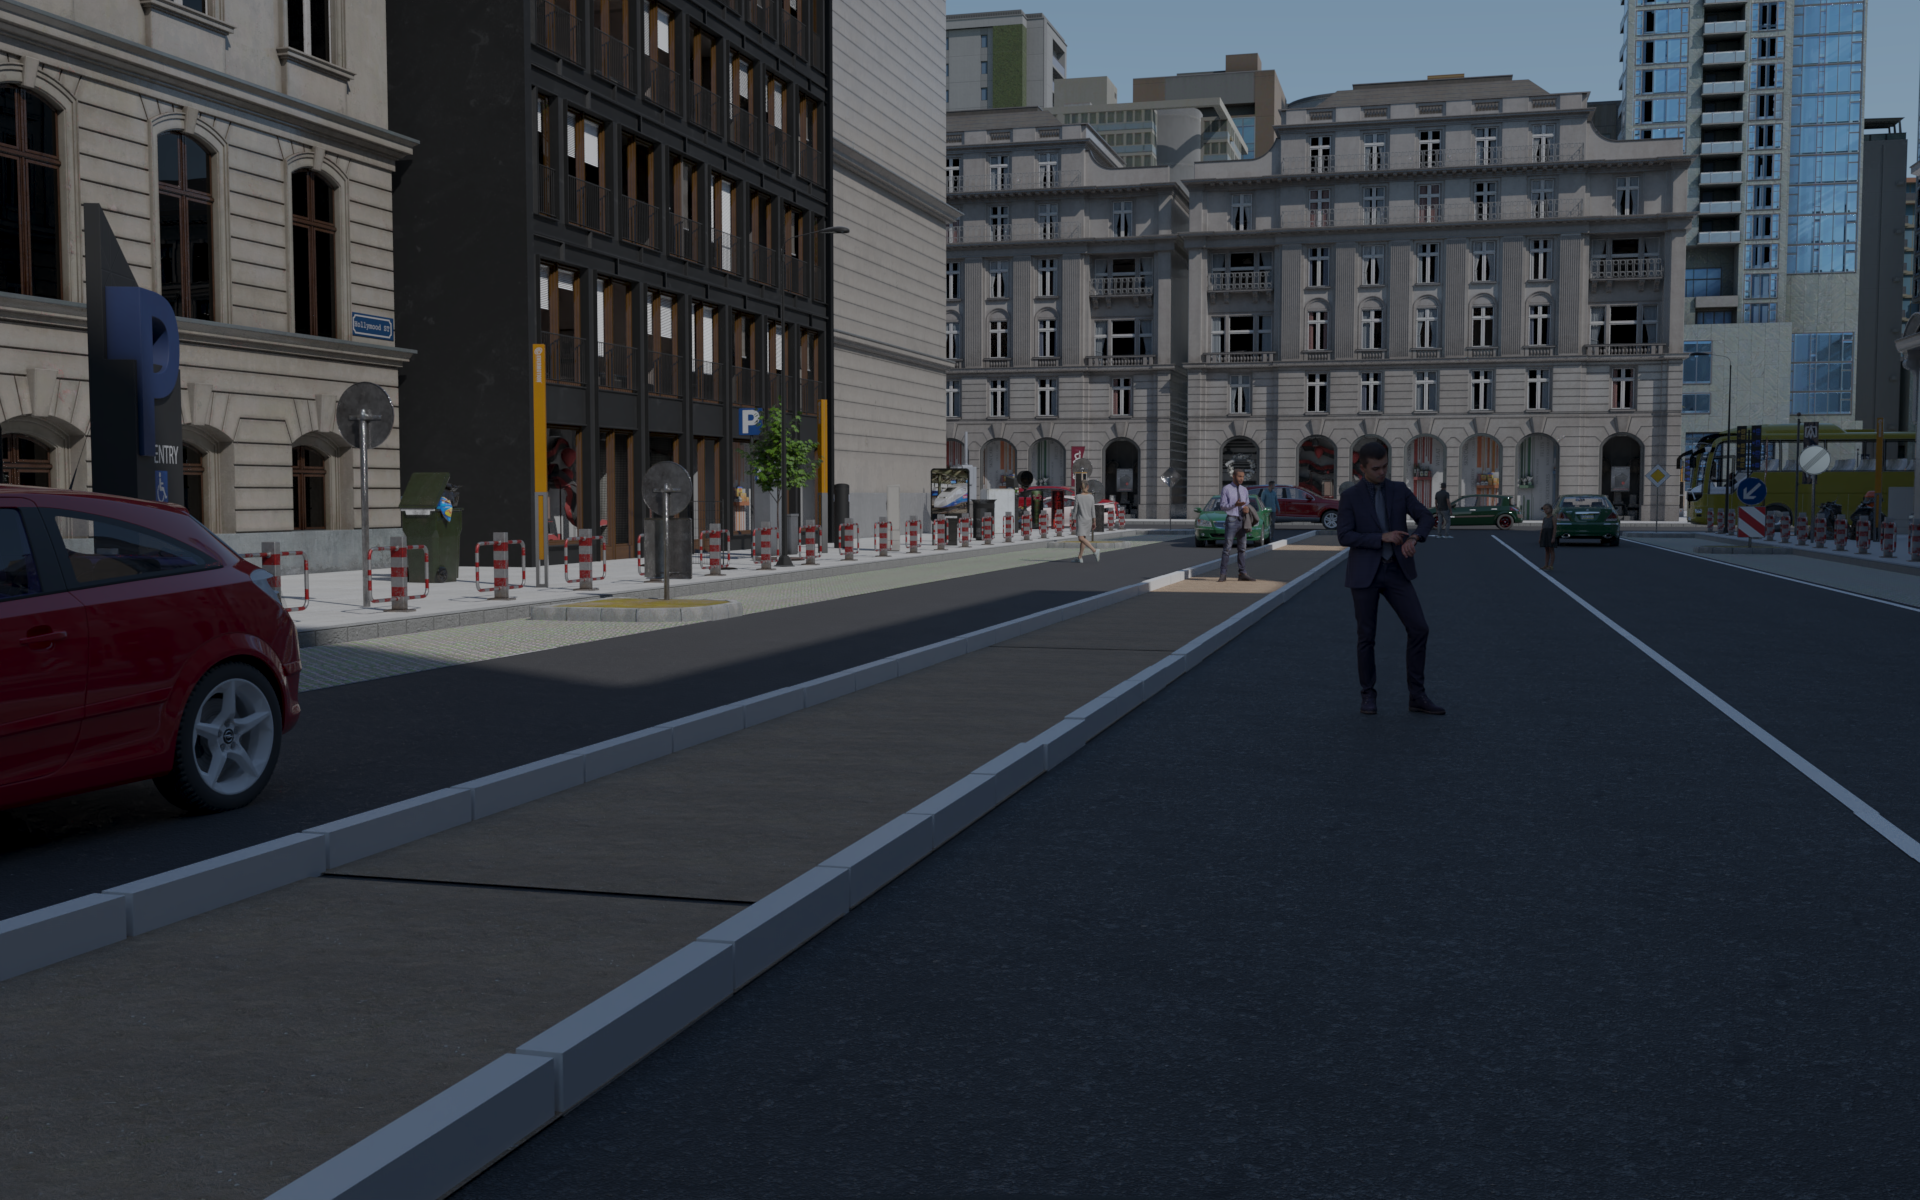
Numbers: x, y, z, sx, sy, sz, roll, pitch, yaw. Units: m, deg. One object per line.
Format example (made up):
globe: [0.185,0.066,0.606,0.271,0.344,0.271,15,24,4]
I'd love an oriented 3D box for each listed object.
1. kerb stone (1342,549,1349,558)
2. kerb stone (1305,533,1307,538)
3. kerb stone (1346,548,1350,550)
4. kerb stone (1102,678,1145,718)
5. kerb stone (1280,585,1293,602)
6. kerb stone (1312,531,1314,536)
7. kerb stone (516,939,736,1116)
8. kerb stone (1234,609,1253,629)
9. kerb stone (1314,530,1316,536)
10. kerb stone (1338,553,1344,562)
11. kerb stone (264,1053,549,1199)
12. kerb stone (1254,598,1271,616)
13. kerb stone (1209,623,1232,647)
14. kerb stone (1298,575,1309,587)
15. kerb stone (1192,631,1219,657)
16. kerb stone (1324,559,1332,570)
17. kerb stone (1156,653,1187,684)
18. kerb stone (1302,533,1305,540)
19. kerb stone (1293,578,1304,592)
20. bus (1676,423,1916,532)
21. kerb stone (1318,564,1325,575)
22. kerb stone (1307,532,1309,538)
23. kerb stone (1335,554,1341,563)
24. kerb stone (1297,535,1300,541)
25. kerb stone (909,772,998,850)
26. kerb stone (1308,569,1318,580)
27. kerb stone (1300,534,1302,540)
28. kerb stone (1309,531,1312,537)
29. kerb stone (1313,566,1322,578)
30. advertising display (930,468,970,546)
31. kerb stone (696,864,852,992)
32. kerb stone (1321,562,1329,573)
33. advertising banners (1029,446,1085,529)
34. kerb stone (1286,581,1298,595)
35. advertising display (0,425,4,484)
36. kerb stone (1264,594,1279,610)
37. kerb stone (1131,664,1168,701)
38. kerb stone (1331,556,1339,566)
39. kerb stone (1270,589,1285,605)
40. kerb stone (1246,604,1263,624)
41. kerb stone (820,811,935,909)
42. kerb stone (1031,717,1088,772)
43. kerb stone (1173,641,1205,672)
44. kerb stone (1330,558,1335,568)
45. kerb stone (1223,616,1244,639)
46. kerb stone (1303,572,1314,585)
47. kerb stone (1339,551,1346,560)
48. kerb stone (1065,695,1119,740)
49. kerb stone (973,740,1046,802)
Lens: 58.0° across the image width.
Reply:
kerb stone: [8.421,-0.972,38.146,0.120,0.150,1.000,1,4,15]
kerb stone: [10.766,-1.982,54.596,0.120,0.150,1.000,1,4,15]
kerb stone: [8.691,-1.036,39.138,0.120,0.150,1.000,1,4,15]
kerb stone: [1.062,0.659,11.419,0.120,0.150,1.000,1,4,15]
kerb stone: [4.342,-0.068,23.303,0.120,0.150,1.000,1,4,15]
kerb stone: [11.590,-2.164,57.569,0.120,0.150,1.000,1,4,15]
kerb stone: [-0.838,1.085,4.480,0.120,0.150,1.000,1,4,15]
kerb stone: [2.972,0.235,18.358,0.120,0.150,1.000,1,4,15]
kerb stone: [11.857,-2.224,58.557,0.120,0.150,1.000,1,4,15]
kerb stone: [7.874,-0.846,36.162,0.120,0.150,1.000,1,4,15]
kerb stone: [-1.118,1.149,3.495,0.120,0.150,1.000,1,4,15]
kerb stone: [3.515,0.114,20.338,0.120,0.150,1.000,1,4,15]
kerb stone: [2.428,0.356,16.380,0.120,0.150,1.000,1,4,15]
kerb stone: [5.156,-0.249,26.273,0.120,0.150,1.000,1,4,15]
kerb stone: [2.155,0.416,15.387,0.120,0.150,1.000,1,4,15]
kerb stone: [6.785,-0.612,32.205,0.120,0.150,1.000,1,4,15]
kerb stone: [1.607,0.548,13.398,0.120,0.150,1.000,1,4,15]
kerb stone: [10.494,-1.921,53.605,0.120,0.150,1.000,1,4,15]
kerb stone: [4.883,-0.189,25.286,0.120,0.150,1.000,1,4,15]
bus: [31.809,-4.220,60.551,12.252,3.916,2.896,1,4,13]
kerb stone: [6.240,-0.486,30.231,0.120,0.150,1.000,1,4,15]
kerb stone: [11.038,-2.036,55.589,0.120,0.150,1.000,1,4,15]
kerb stone: [7.603,-0.794,35.172,0.120,0.150,1.000,1,4,15]
kerb stone: [9.954,-1.798,51.629,0.120,0.150,1.000,1,4,15]
kerb stone: [-0.028,0.904,7.452,0.120,0.150,1.000,1,4,15]
kerb stone: [5.695,-0.364,28.250,0.120,0.150,1.000,1,4,15]
kerb stone: [10.224,-1.857,52.617,0.120,0.150,1.000,1,4,15]
kerb stone: [11.309,-2.103,56.576,0.120,0.150,1.000,1,4,15]
kerb stone: [5.977,-0.431,29.235,0.120,0.150,1.000,1,4,15]
advertising display: [-0.245,-2.313,43.027,0.974,1.923,0.123,1,4,10]
kerb stone: [-0.571,1.023,5.469,0.120,0.150,1.000,1,4,15]
kerb stone: [6.517,-0.549,31.217,0.120,0.150,1.000,1,4,15]
advertising banners: [3.529,-4.087,63.006,2.074,3.025,0.090,0,4,-6]
kerb stone: [4.611,-0.128,24.292,0.120,0.150,1.000,1,4,15]
advertising display: [-8.521,-0.569,14.512,0.123,1.923,0.974,2,4,34]
kerb stone: [3.788,0.055,21.328,0.120,0.150,1.000,1,4,15]
kerb stone: [1.340,0.599,12.405,0.120,0.150,1.000,1,4,15]
kerb stone: [7.335,-0.733,34.179,0.120,0.150,1.000,1,4,15]
kerb stone: [4.057,-0.007,22.317,0.120,0.150,1.000,1,4,15]
kerb stone: [3.248,0.174,19.345,0.120,0.150,1.000,1,4,15]
kerb stone: [-0.302,0.963,6.457,0.120,0.150,1.000,1,4,15]
kerb stone: [0.526,0.788,9.433,0.120,0.150,1.000,1,4,15]
kerb stone: [1.890,0.477,14.398,0.120,0.150,1.000,1,4,15]
kerb stone: [7.055,-0.673,33.193,0.120,0.150,1.000,1,4,15]
kerb stone: [2.705,0.296,17.369,0.120,0.150,1.000,1,4,15]
kerb stone: [5.430,-0.308,27.260,0.120,0.150,1.000,1,4,15]
kerb stone: [8.147,-0.915,37.149,0.120,0.150,1.000,1,4,15]
kerb stone: [0.791,0.720,10.431,0.120,0.150,1.000,1,4,15]
kerb stone: [0.239,0.841,8.440,0.120,0.150,1.000,1,4,15]
